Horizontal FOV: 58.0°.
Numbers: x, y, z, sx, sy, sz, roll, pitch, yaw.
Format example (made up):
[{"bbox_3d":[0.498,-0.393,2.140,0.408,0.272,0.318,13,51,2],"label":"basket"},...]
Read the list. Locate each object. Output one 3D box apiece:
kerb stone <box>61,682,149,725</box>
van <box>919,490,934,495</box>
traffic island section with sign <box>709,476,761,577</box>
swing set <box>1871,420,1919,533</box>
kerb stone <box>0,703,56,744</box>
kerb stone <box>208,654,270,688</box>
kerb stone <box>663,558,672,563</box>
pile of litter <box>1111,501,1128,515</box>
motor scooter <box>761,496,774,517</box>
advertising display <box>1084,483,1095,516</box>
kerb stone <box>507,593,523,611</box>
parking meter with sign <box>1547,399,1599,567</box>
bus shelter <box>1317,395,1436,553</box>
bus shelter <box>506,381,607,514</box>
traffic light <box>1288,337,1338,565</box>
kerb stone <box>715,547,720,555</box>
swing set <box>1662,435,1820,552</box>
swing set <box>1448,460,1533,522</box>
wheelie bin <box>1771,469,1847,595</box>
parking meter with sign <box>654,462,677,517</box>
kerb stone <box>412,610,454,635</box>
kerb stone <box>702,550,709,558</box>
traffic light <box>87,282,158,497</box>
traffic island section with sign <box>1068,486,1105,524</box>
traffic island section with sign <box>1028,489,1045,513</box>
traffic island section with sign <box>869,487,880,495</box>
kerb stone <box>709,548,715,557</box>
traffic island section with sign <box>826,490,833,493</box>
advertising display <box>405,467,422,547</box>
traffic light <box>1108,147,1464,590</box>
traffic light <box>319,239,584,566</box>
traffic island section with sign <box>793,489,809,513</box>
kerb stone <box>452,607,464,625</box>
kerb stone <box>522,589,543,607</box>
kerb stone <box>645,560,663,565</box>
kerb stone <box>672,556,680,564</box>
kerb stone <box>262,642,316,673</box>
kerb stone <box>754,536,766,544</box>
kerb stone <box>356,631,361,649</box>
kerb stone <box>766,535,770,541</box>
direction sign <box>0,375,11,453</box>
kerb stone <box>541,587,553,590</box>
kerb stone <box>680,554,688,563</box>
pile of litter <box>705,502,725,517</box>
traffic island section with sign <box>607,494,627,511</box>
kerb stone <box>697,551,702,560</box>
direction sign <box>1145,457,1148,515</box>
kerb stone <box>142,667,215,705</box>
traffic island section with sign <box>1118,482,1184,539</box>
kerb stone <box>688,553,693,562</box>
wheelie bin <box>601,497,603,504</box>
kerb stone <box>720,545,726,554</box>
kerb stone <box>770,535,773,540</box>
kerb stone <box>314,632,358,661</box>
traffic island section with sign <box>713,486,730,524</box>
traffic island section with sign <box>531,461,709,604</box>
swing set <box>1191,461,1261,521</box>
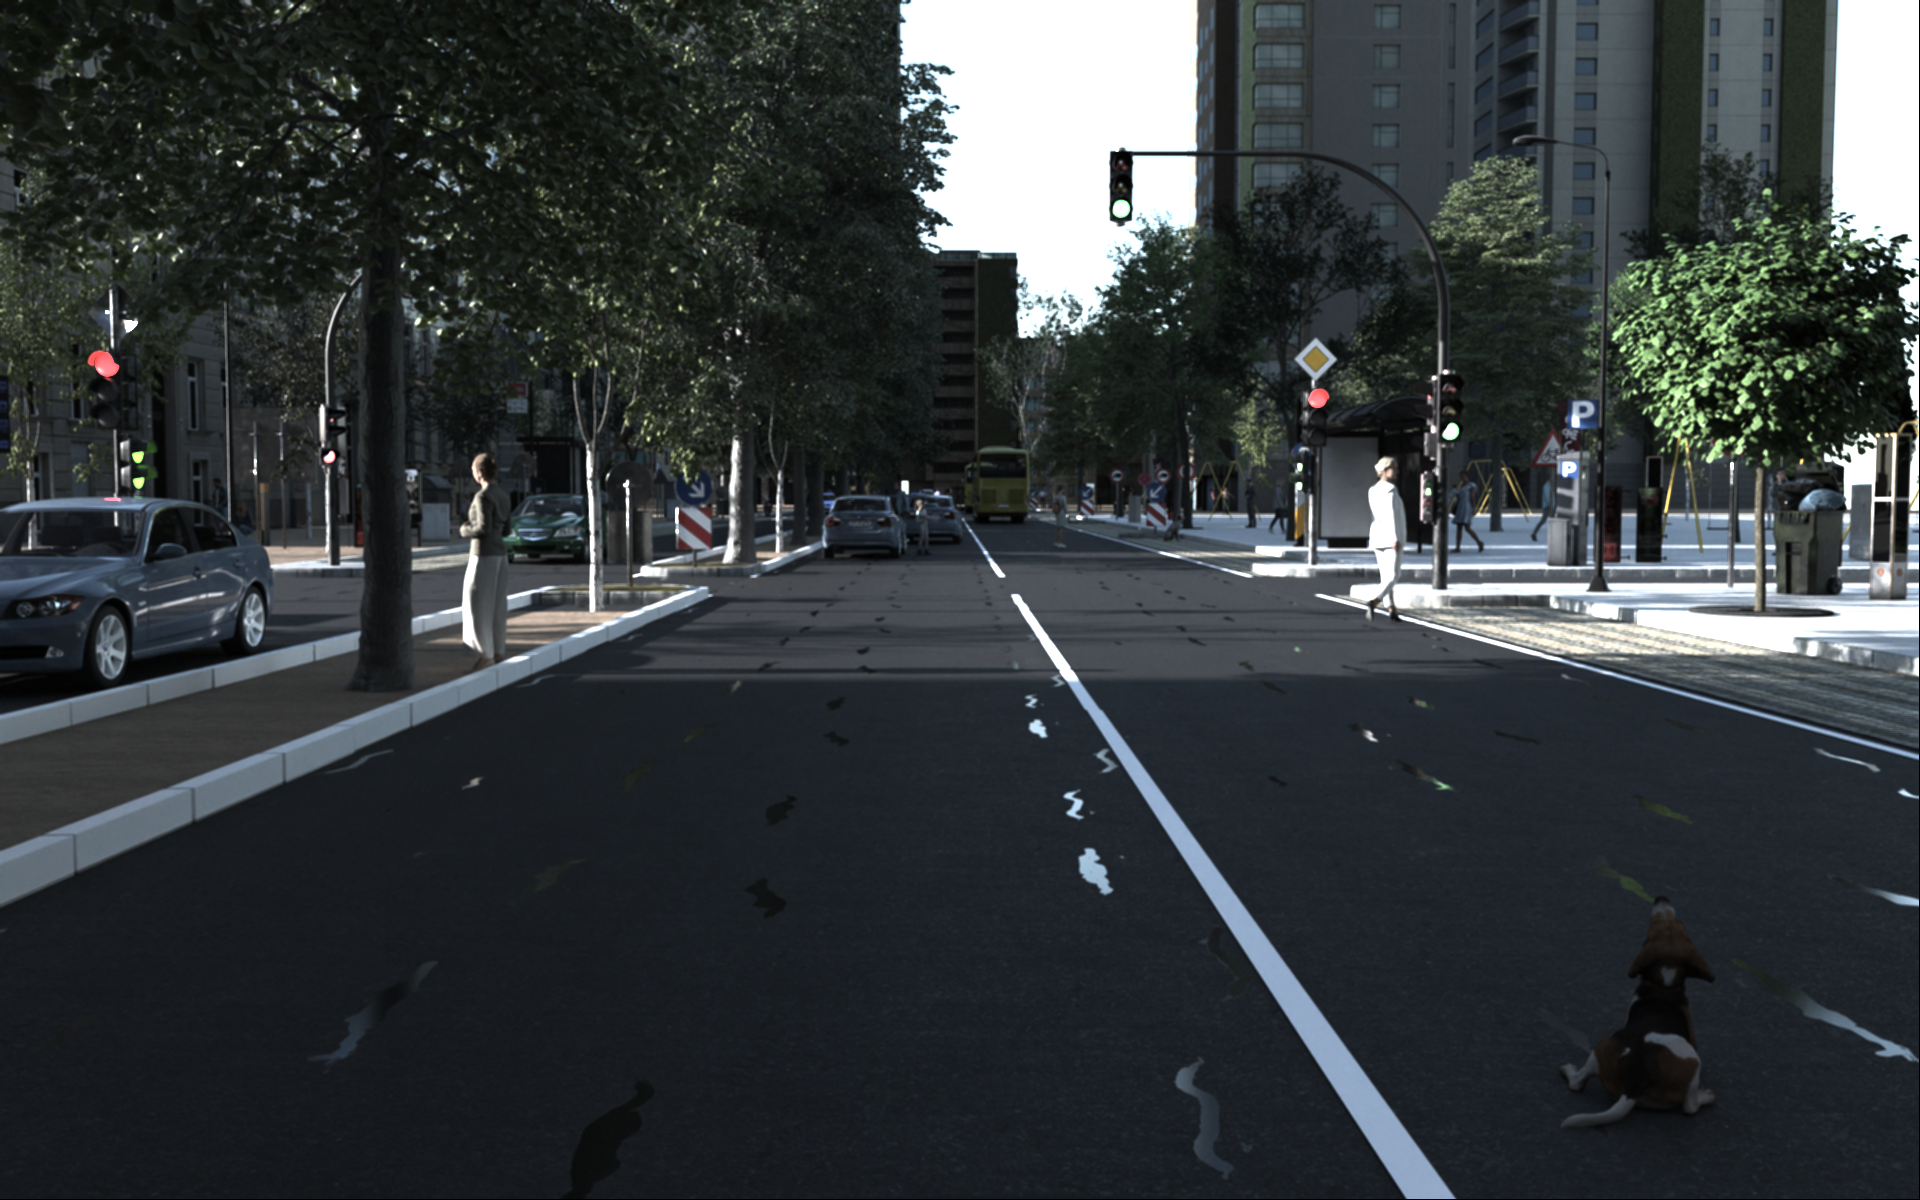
[{"bbox_3d":[-5.530,0.676,11.157,0.120,0.150,1.000,0,4,0],"label":"kerb stone"},{"bbox_3d":[-3.182,-9.558,163.291,2.013,2.044,4.112,0,4,-2],"label":"van"},{"bbox_3d":[-4.630,-1.387,30.819,2.006,1.907,1.989,0,4,0],"label":"traffic island section with sign"},{"bbox_3d":[20.170,-2.347,35.998,2.862,2.851,3.119,1,4,9],"label":"swing set"},{"bbox_3d":[-5.518,0.738,10.135,0.120,0.150,1.000,0,4,0],"label":"kerb stone"},{"bbox_3d":[-5.539,0.549,13.218,0.120,0.150,1.000,0,4,0],"label":"kerb stone"},{"bbox_3d":[-5.713,-0.675,33.238,0.120,0.150,1.000,0,4,0],"label":"kerb stone"},{"bbox_3d":[9.785,-5.594,105.419,1.176,0.858,1.719,0,4,8],"label":"pile of litter"},{"bbox_3d":[-12.338,-6.024,111.264,0.815,1.314,1.986,0,4,1],"label":"motor scooter"},{"bbox_3d":[7.649,-5.935,102.255,0.123,1.923,0.974,3,4,36],"label":"advertising display"},{"bbox_3d":[-5.616,0.049,21.421,0.120,0.150,1.000,0,4,0],"label":"kerb stone"},{"bbox_3d":[11.005,-2.135,31.170,0.543,3.016,1.738,2,4,32],"label":"parking meter with sign"},{"bbox_3d":[9.254,-2.719,38.380,2.014,3.302,5.546,0,4,0],"label":"bus shelter"},{"bbox_3d":[-15.083,-5.308,64.423,2.179,5.291,8.768,0,4,-1],"label":"bus shelter"},{"bbox_3d":[6.343,-2.582,31.136,0.839,4.253,0.868,0,4,0],"label":"traffic light"},{"bbox_3d":[-5.784,-1.114,40.416,0.120,0.150,1.000,0,4,0],"label":"kerb stone"},{"bbox_3d":[17.920,-2.545,39.235,3.119,2.851,2.862,0,4,4],"label":"swing set"},{"bbox_3d":[24.291,-5.027,79.813,2.862,2.851,3.119,-1,4,-8],"label":"swing set"},{"bbox_3d":[10.857,-0.871,22.142,0.693,1.594,0.980,-2,4,-29],"label":"wheelie bin"},{"bbox_3d":[-15.920,-6.051,95.198,1.738,3.016,0.543,1,4,22],"label":"parking meter with sign"},{"bbox_3d":[-5.590,0.235,18.350,0.120,0.150,1.000,0,4,0],"label":"kerb stone"},{"bbox_3d":[-5.751,-0.986,38.366,0.120,0.150,1.000,0,4,0],"label":"kerb stone"},{"bbox_3d":[-11.151,-2.084,22.989,0.839,4.253,0.868,0,4,0],"label":"traffic light"},{"bbox_3d":[5.954,-4.590,83.671,1.989,1.847,2.006,0,4,0],"label":"traffic island section with sign"},{"bbox_3d":[5.532,-7.635,133.463,1.989,1.847,2.006,0,4,0],"label":"traffic island section with sign"},{"bbox_3d":[-5.267,-5.983,105.955,2.006,1.907,1.989,0,4,0],"label":"traffic island section with sign"},{"bbox_3d":[-5.767,-1.052,39.390,0.120,0.150,1.000,0,4,0],"label":"kerb stone"},{"bbox_3d":[-12.008,-9.247,159.821,1.989,1.847,2.006,0,4,0],"label":"traffic island section with sign"},{"bbox_3d":[-13.560,-2.260,42.171,0.974,1.923,0.123,1,4,15],"label":"advertising display"},{"bbox_3d":[4.319,-2.956,22.993,4.771,5.953,1.251,0,4,0],"label":"traffic light"},{"bbox_3d":[-9.126,-3.447,31.027,4.771,5.953,1.251,0,4,0],"label":"traffic light"},{"bbox_3d":[-11.780,-7.599,132.867,1.989,1.847,2.006,0,4,0],"label":"traffic island section with sign"},{"bbox_3d":[-5.599,0.175,19.375,0.120,0.150,1.000,0,4,0],"label":"kerb stone"},{"bbox_3d":[-5.619,-0.015,22.442,0.120,0.150,1.000,0,4,0],"label":"kerb stone"},{"bbox_3d":[-5.704,-0.612,32.209,0.120,0.150,1.000,0,4,0],"label":"kerb stone"},{"bbox_3d":[-5.721,-0.736,34.266,0.120,0.150,1.000,0,4,0],"label":"kerb stone"},{"bbox_3d":[-5.559,0.486,14.244,0.120,0.150,1.000,0,4,0],"label":"kerb stone"},{"bbox_3d":[-5.859,-1.741,50.656,0.120,0.150,1.000,0,4,0],"label":"kerb stone"},{"bbox_3d":[-5.576,0.364,16.289,0.120,0.150,1.000,0,4,0],"label":"kerb stone"},{"bbox_3d":[-5.867,-1.804,51.683,0.120,0.150,1.000,0,4,0],"label":"kerb stone"},{"bbox_3d":[-18.573,-2.510,33.042,0.876,3.537,0.379,-1,4,-8],"label":"direction sign"},{"bbox_3d":[-5.639,-0.077,23.467,0.120,0.150,1.000,0,4,0],"label":"kerb stone"},{"bbox_3d":[-5.731,-0.801,35.288,0.120,0.150,1.000,0,4,0],"label":"kerb stone"},{"bbox_3d":[-14.080,-5.114,97.582,1.719,0.858,1.176,0,4,-6],"label":"pile of litter"},{"bbox_3d":[-11.137,-2.904,56.108,1.989,1.847,2.006,0,4,0],"label":"traffic island section with sign"},{"bbox_3d":[-5.743,-0.926,37.343,0.120,0.150,1.000,0,4,0],"label":"kerb stone"},{"bbox_3d":[11.406,-6.959,105.770,0.379,3.537,0.876,1,4,9],"label":"direction sign"},{"bbox_3d":[-5.540,0.612,12.196,0.120,0.150,1.000,0,4,0],"label":"kerb stone"},{"bbox_3d":[6.176,-2.918,56.336,1.989,1.847,2.006,0,4,0],"label":"traffic island section with sign"},{"bbox_3d":[-5.731,-0.863,36.310,0.120,0.150,1.000,0,4,0],"label":"kerb stone"},{"bbox_3d":[-14.813,-3.765,69.461,0.980,1.594,0.693,-1,4,-10],"label":"wheelie bin"},{"bbox_3d":[-5.780,-1.177,41.439,0.120,0.150,1.000,0,4,0],"label":"kerb stone"},{"bbox_3d":[-5.871,-1.866,52.711,0.120,0.150,1.000,0,4,0],"label":"kerb stone"},{"bbox_3d":[-5.562,0.424,15.266,0.120,0.150,1.000,0,4,0],"label":"kerb stone"},{"bbox_3d":[-11.367,-4.553,83.062,1.989,1.847,2.006,0,4,0],"label":"traffic island section with sign"},{"bbox_3d":[-4.578,-0.934,23.412,2.006,1.907,1.989,0,4,0],"label":"traffic island section with sign"},{"bbox_3d":[12.642,-5.253,83.506,2.862,2.851,3.119,-1,4,-20],"label":"swing set"}]
